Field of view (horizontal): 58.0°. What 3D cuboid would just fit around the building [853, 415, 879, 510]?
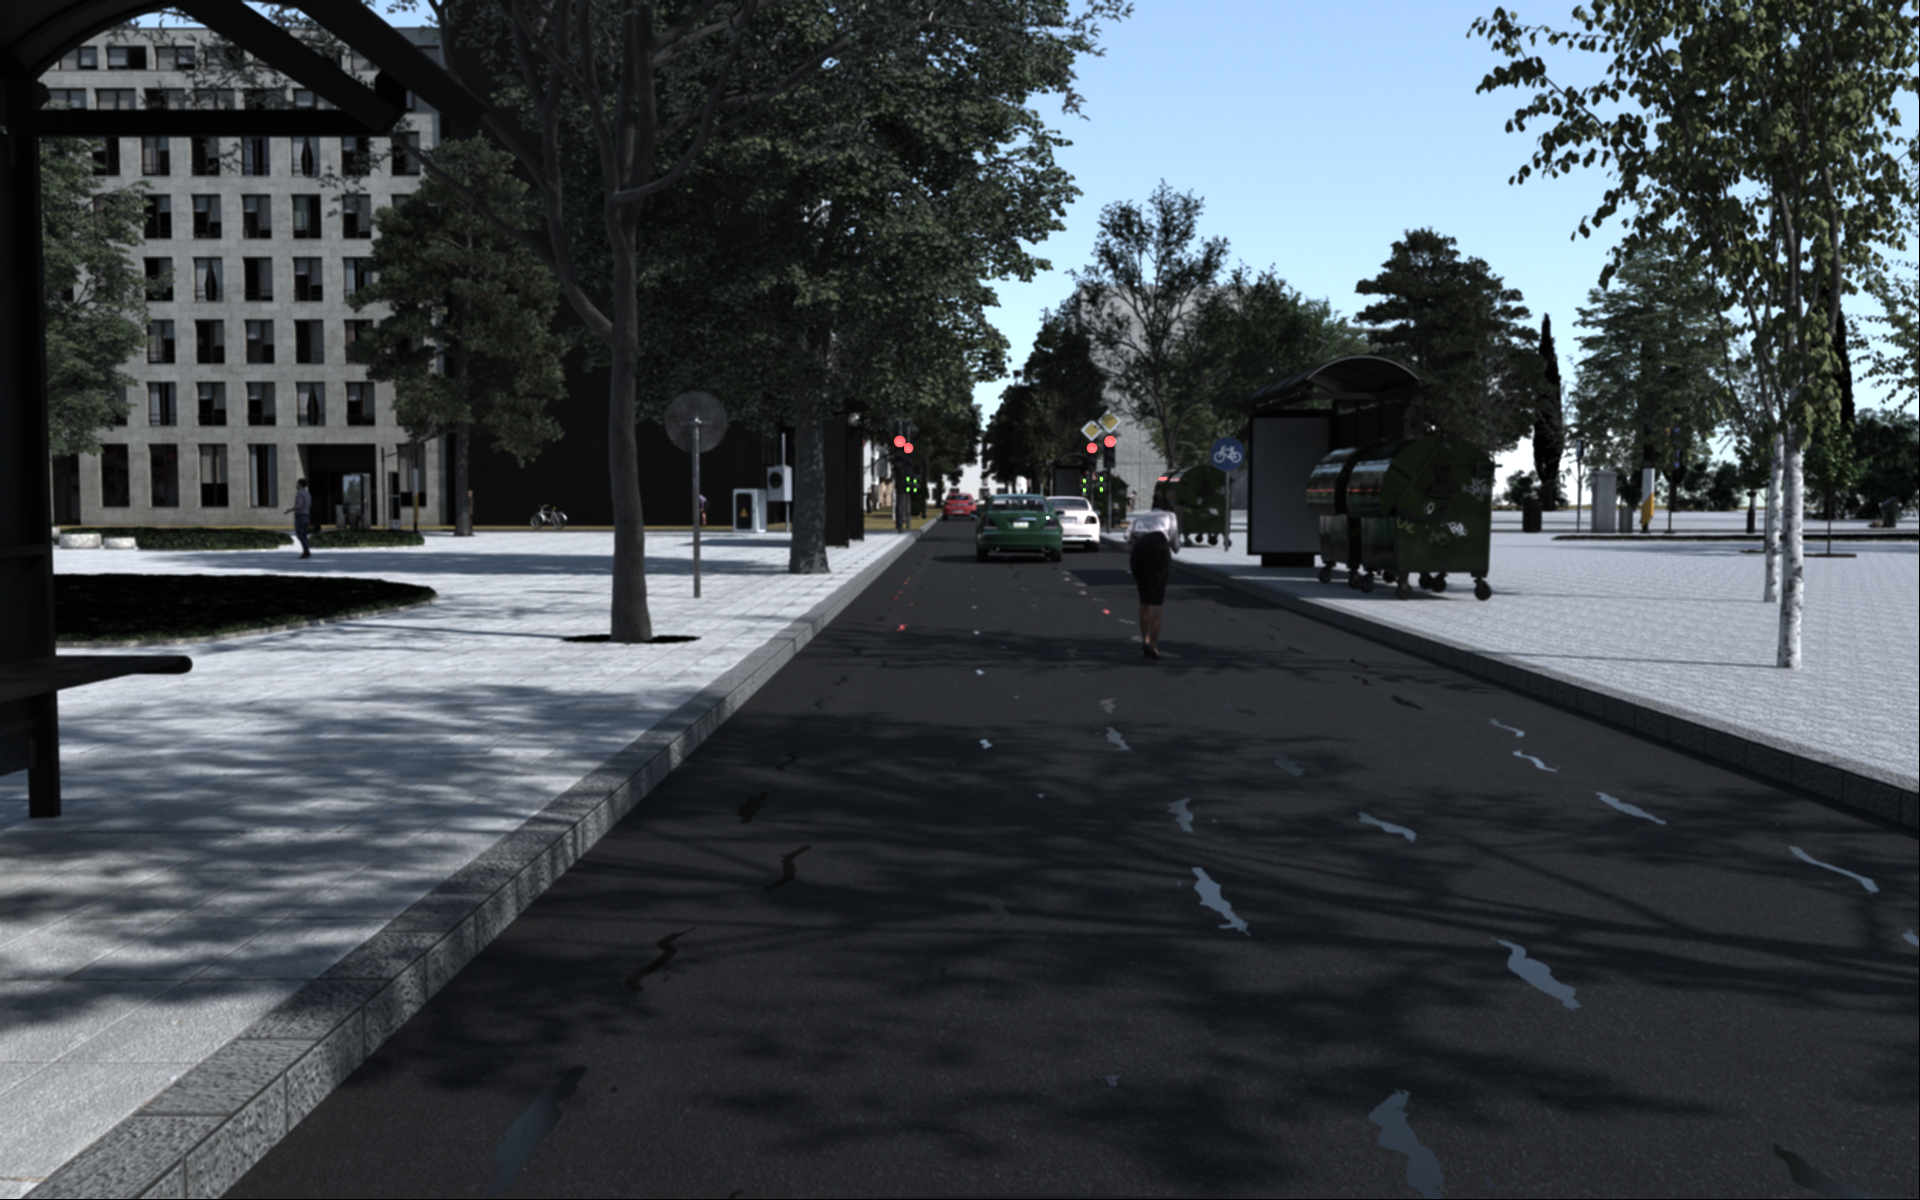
[{"bbox_3d":[-11.629,-12.962,154.069,9.099,9.664,28.070,0,4,0],"label":"building"}]

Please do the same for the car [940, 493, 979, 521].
[{"bbox_3d":[-0.020,-5.232,94.584,2.155,1.783,4.494,0,4,2],"label":"car"}]

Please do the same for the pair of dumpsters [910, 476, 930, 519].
[{"bbox_3d":[-2.367,-5.401,90.796,1.574,2.255,4.436,0,3,0],"label":"pair of dumpsters"}]

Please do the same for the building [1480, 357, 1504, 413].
[{"bbox_3d":[68.294,-23.190,235.579,11.380,20.091,16.016,0,4,0],"label":"building"}]

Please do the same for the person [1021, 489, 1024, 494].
[{"bbox_3d":[5.841,-9.381,160.150,0.721,1.735,1.217,1,4,22],"label":"person"}]

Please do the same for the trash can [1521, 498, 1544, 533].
[{"bbox_3d":[18.880,-2.782,57.140,0.748,1.137,0.748,0,3,0],"label":"trash can"}]

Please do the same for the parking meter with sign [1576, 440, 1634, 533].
[{"bbox_3d":[21.030,-3.683,56.483,1.738,3.016,0.543,0,4,3],"label":"parking meter with sign"}]

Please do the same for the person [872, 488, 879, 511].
[{"bbox_3d":[-6.354,-7.579,130.510,0.434,1.755,0.990,2,4,27],"label":"person"}]

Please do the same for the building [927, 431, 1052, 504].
[{"bbox_3d":[8.263,-17.806,233.278,28.070,9.664,9.099,0,4,0],"label":"building"}]

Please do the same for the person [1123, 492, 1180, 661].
[{"bbox_3d":[1.730,-0.214,15.191,0.628,1.438,0.799,-1,4,-14],"label":"person"}]

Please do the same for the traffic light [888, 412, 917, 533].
[{"bbox_3d":[-1.927,-4.105,56.354,0.839,4.213,0.868,0,4,0],"label":"traffic light"}]

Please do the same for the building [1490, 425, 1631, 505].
[{"bbox_3d":[67.879,-16.144,206.097,28.070,9.664,9.099,0,4,0],"label":"building"}]

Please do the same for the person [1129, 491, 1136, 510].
[{"bbox_3d":[13.493,-7.767,135.245,0.471,1.553,0.569,2,4,35],"label":"person"}]

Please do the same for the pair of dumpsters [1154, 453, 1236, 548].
[{"bbox_3d":[5.870,-2.499,43.346,1.574,2.255,4.436,0,4,0],"label":"pair of dumpsters"}]

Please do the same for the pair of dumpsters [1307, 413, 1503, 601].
[{"bbox_3d":[5.777,-1.243,22.824,1.574,2.255,4.436,0,4,0],"label":"pair of dumpsters"}]

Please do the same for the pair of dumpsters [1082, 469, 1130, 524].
[{"bbox_3d":[5.919,-4.108,69.660,1.574,2.255,4.436,0,4,0],"label":"pair of dumpsters"}]

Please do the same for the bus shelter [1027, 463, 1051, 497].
[{"bbox_3d":[6.106,-8.694,133.433,1.731,3.624,6.357,0,4,0],"label":"bus shelter"}]

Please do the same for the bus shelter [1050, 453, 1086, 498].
[{"bbox_3d":[5.771,-5.817,89.025,2.014,3.302,5.546,0,4,0],"label":"bus shelter"}]

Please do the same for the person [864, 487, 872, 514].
[{"bbox_3d":[-6.130,-6.552,113.966,0.742,1.727,0.445,1,4,12],"label":"person"}]

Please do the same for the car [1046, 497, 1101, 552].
[{"bbox_3d":[2.566,-1.940,44.086,2.083,1.381,4.827,0,4,2],"label":"car"}]

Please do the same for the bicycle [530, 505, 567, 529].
[{"bbox_3d":[-15.241,-3.119,64.209,1.543,0.972,0.635,1,4,16],"label":"bicycle"}]

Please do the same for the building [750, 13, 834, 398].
[{"bbox_3d":[-14.071,-18.868,94.402,13.634,28.700,20.117,0,4,0],"label":"building"}]

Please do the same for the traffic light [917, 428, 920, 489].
[{"bbox_3d":[-1.902,-4.593,64.340,0.839,4.213,0.868,0,4,0],"label":"traffic light"}]

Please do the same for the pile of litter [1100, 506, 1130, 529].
[{"bbox_3d":[5.890,-3.081,64.335,1.719,0.858,1.176,0,4,-6],"label":"pile of litter"}]

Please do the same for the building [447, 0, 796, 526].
[{"bbox_3d":[-14.035,-15.103,76.614,12.332,23.373,15.834,0,4,0],"label":"building"}]

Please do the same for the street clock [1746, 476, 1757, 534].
[{"bbox_3d":[25.580,-3.144,55.978,0.358,2.002,0.471,-2,4,-34],"label":"street clock"}]

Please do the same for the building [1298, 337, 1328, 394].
[{"bbox_3d":[35.791,-21.190,202.868,11.380,20.091,16.016,0,4,0],"label":"building"}]

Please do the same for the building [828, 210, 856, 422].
[{"bbox_3d":[-12.304,-16.255,114.920,9.793,20.994,18.267,0,4,0],"label":"building"}]

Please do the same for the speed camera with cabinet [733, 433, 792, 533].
[{"bbox_3d":[-6.443,-3.809,56.609,2.038,3.252,0.660,2,4,28],"label":"speed camera with cabinet"}]

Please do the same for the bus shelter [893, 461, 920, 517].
[{"bbox_3d":[-2.847,-6.593,99.081,1.731,3.624,6.357,0,4,0],"label":"bus shelter"}]

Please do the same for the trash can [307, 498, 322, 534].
[{"bbox_3d":[-20.920,-2.700,55.804,0.748,1.137,0.748,0,3,0],"label":"trash can"}]

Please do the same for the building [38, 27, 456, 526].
[{"bbox_3d":[-29.121,-13.444,74.566,16.860,20.320,10.420,0,4,0],"label":"building"}]

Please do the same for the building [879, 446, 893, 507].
[{"bbox_3d":[-14.836,-20.140,185.711,16.016,20.091,11.380,0,4,0],"label":"building"}]

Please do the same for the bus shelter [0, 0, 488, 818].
[{"bbox_3d":[-2.928,-0.637,4.343,2.014,3.302,5.546,0,3,0],"label":"bus shelter"}]

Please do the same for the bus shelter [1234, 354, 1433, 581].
[{"bbox_3d":[5.848,-2.079,27.919,2.014,3.302,5.546,0,3,0],"label":"bus shelter"}]

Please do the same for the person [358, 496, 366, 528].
[{"bbox_3d":[-21.164,-3.111,61.242,0.647,1.594,0.662,2,4,29],"label":"person"}]

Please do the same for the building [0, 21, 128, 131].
[{"bbox_3d":[-50.100,-17.009,75.362,25.104,27.353,12.463,0,4,0],"label":"building"}]

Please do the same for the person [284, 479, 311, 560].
[{"bbox_3d":[-12.958,-1.594,34.065,0.435,1.587,0.963,0,4,-6],"label":"person"}]

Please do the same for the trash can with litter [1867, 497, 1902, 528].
[{"bbox_3d":[34.676,-3.276,64.956,1.055,1.170,0.624,0,4,-7],"label":"trash can with litter"}]

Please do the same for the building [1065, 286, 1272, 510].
[{"bbox_3d":[18.663,-17.688,155.650,16.747,18.905,31.486,0,4,0],"label":"building"}]

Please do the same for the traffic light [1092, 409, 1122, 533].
[{"bbox_3d":[4.835,-4.104,56.350,0.839,4.213,0.868,0,4,0],"label":"traffic light"}]

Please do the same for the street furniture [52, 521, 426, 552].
[{"bbox_3d":[-18.366,-1.600,41.782,10.072,0.657,5.734,1,4,20],"label":"street furniture"}]

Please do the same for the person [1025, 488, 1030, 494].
[{"bbox_3d":[6.247,-9.277,157.703,1.348,1.826,0.705,0,4,-8],"label":"person"}]

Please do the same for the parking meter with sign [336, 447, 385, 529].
[{"bbox_3d":[-22.294,-4.166,64.370,1.738,3.016,0.543,-1,4,-18],"label":"parking meter with sign"}]

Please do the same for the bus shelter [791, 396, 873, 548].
[{"bbox_3d":[-3.138,-3.237,44.205,1.731,3.624,6.357,0,4,0],"label":"bus shelter"}]

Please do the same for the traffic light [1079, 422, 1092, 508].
[{"bbox_3d":[4.859,-4.593,64.335,0.839,4.213,0.868,0,4,0],"label":"traffic light"}]

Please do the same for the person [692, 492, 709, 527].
[{"bbox_3d":[-10.167,-3.584,67.880,0.697,1.427,0.421,-3,5,-41],"label":"person"}]

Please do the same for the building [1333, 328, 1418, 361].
[{"bbox_3d":[47.598,-21.196,202.969,11.380,20.091,16.016,0,4,0],"label":"building"}]

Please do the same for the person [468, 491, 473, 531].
[{"bbox_3d":[-17.785,-3.167,62.558,0.388,1.546,0.482,-1,4,-17],"label":"person"}]

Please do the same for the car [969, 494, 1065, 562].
[{"bbox_3d":[1.263,-1.598,37.929,2.131,1.459,4.920,0,4,0],"label":"car"}]
